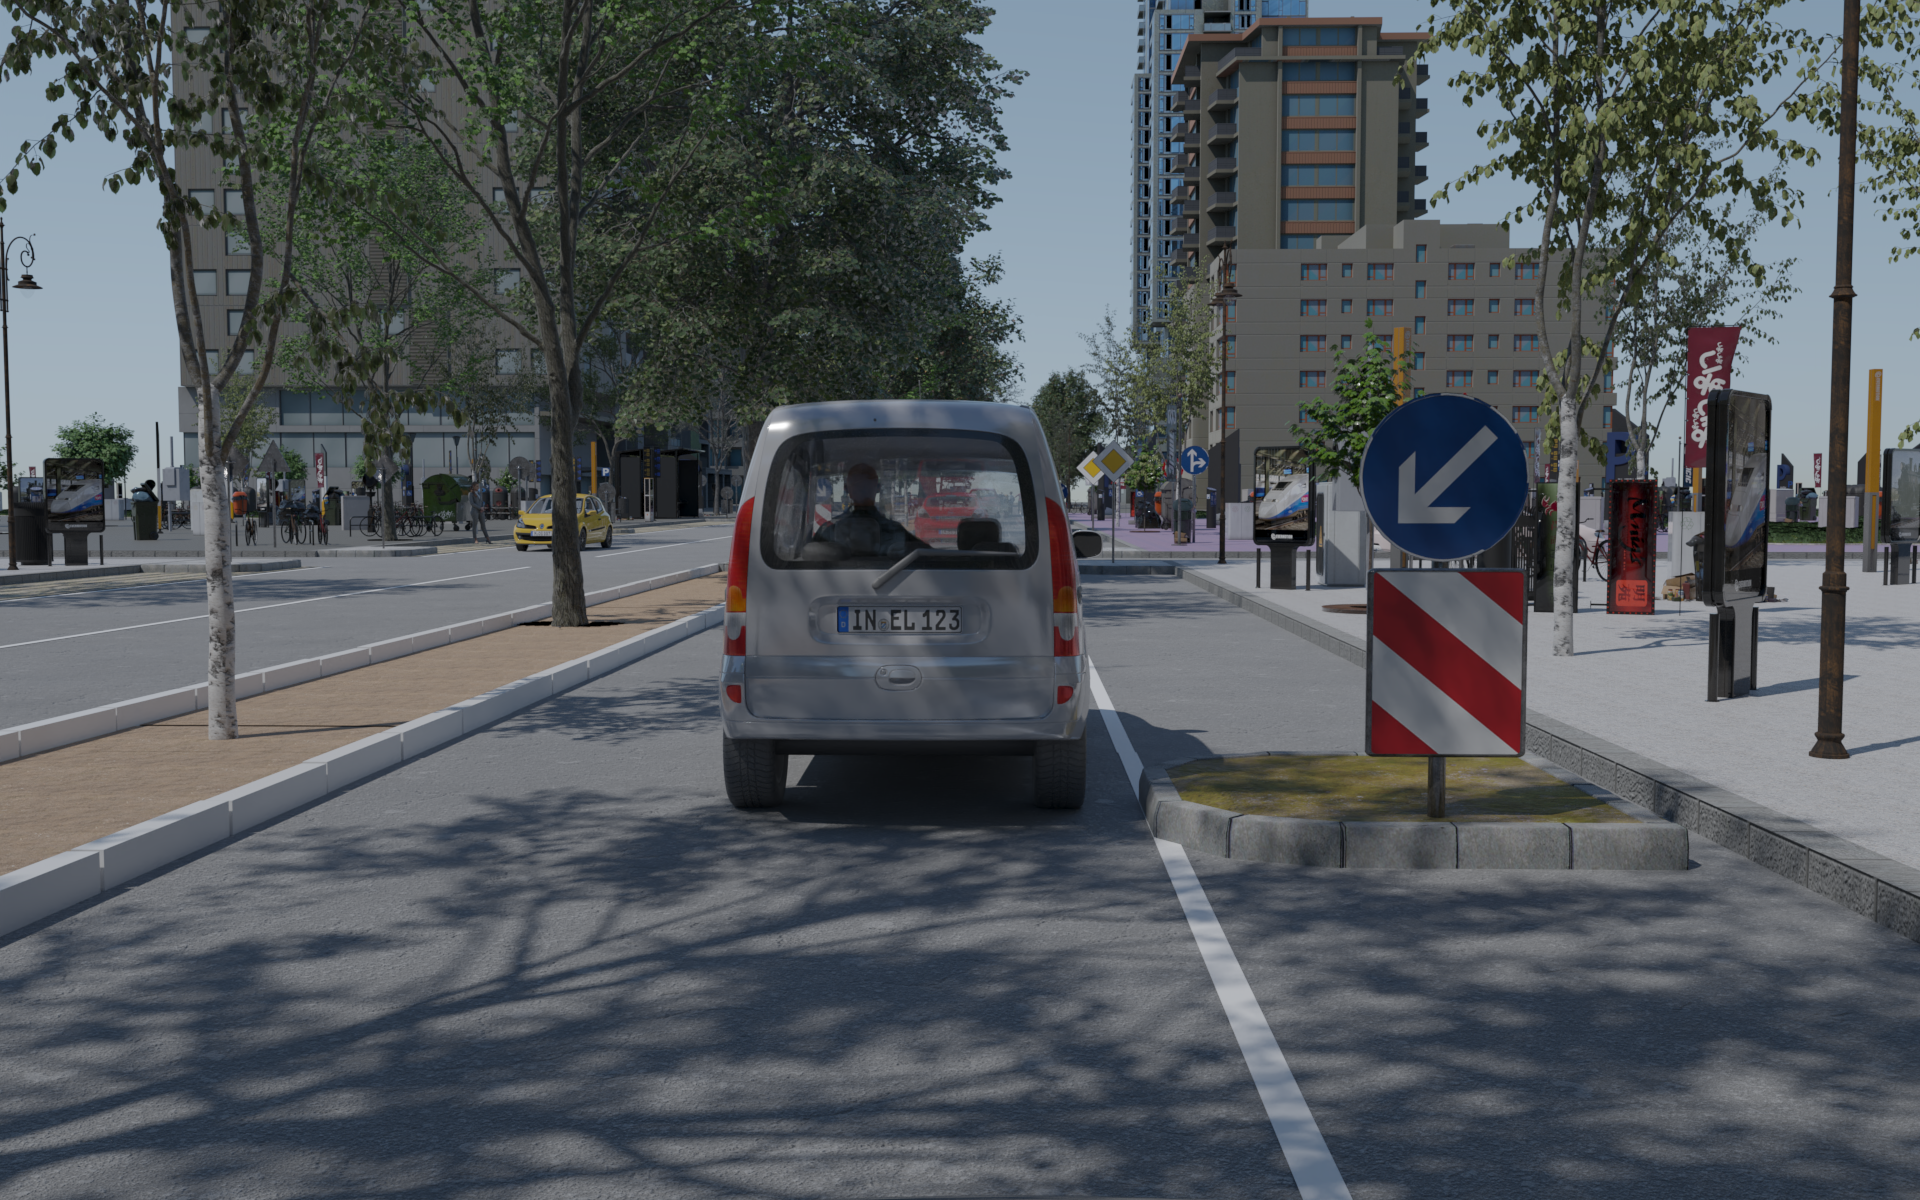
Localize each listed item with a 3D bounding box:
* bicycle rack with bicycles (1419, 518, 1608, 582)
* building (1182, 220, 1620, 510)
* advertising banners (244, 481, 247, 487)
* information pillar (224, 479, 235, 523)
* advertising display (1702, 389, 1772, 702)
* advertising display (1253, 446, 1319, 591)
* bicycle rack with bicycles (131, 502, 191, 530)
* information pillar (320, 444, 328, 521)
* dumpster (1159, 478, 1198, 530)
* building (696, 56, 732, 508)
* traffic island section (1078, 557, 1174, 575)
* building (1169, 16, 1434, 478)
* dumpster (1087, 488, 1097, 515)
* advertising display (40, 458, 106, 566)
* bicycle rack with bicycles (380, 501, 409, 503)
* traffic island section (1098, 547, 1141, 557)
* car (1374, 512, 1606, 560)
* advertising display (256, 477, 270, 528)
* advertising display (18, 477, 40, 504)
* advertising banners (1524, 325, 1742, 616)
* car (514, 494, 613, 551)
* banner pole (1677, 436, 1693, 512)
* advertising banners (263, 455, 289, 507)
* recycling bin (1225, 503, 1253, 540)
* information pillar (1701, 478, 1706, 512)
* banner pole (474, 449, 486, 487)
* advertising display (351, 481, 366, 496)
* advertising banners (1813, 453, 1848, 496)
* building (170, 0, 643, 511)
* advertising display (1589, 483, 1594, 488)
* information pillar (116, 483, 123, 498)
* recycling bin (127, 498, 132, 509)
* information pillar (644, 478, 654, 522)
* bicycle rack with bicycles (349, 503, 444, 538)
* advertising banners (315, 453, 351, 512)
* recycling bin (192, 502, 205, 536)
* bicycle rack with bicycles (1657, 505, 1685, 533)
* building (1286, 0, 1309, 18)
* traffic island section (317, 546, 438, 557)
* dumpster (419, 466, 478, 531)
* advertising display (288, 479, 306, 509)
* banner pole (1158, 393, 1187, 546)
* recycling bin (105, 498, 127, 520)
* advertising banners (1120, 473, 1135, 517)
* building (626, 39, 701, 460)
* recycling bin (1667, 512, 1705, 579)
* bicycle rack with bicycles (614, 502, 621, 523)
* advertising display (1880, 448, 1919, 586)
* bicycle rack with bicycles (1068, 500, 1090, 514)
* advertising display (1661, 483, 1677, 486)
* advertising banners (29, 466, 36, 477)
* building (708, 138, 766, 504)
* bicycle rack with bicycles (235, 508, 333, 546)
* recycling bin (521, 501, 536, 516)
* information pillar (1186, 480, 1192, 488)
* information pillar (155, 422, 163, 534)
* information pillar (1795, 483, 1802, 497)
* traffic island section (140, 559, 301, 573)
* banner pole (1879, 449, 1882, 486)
[{"bbox_3d":[8.228,-0.784,26.193,2.852,0.926,2.925,0,4,-8],"label":"bicycle rack with bicycles"},{"bbox_3d":[32.847,-17.828,136.534,27.650,21.520,28.899,0,4,2],"label":"building"},{"bbox_3d":[-47.960,-7.274,115.114,2.074,3.025,0.090,2,4,30],"label":"advertising banners"},{"bbox_3d":[-32.477,-5.227,76.813,0.504,3.616,0.183,0,4,7],"label":"information pillar"},{"bbox_3d":[4.926,-0.353,10.981,0.123,1.923,0.974,3,5,40],"label":"advertising display"},{"bbox_3d":[4.346,-1.103,23.245,0.123,1.923,0.974,-3,5,-40],"label":"advertising display"},{"bbox_3d":[-28.247,-3.012,62.622,2.925,0.926,2.852,-3,5,-42],"label":"bicycle rack with bicycles"},{"bbox_3d":[-29.471,-5.440,80.298,0.504,3.616,0.183,3,5,44],"label":"information pillar"},{"bbox_3d":[7.862,-3.454,62.233,1.264,1.857,1.865,0,4,2],"label":"dumpster"},{"bbox_3d":[-33.273,-44.637,168.069,20.563,71.187,20.611,0,4,2],"label":"building"},{"bbox_3d":[2.871,-0.610,32.248,2.009,0.180,2.903,0,4,2],"label":"traffic island section"},{"bbox_3d":[31.537,-31.198,164.705,22.147,44.769,28.867,0,4,2],"label":"building"},{"bbox_3d":[8.305,-6.038,104.482,1.264,1.857,1.865,0,4,2],"label":"dumpster"},{"bbox_3d":[-15.825,-1.575,30.964,0.974,1.923,0.123,-3,5,-40],"label":"advertising display"},{"bbox_3d":[-21.509,-3.295,67.253,2.852,0.926,2.925,-1,4,-13],"label":"bicycle rack with bicycles"},{"bbox_3d":[3.109,-1.098,40.230,2.009,0.180,2.903,0,4,2],"label":"traffic island section"},{"bbox_3d":[10.771,-1.422,35.615,4.827,1.381,2.083,0,4,2],"label":"car"},{"bbox_3d":[-26.666,-3.735,66.282,0.123,1.923,0.974,-3,5,-44],"label":"advertising display"},{"bbox_3d":[-34.821,-3.658,65.029,0.123,1.923,0.974,3,4,36],"label":"advertising display"},{"bbox_3d":[7.104,-1.355,18.343,2.074,3.025,0.090,1,4,23],"label":"advertising banners"},{"bbox_3d":[-10.223,-2.109,44.700,2.015,1.641,3.980,0,4,3],"label":"car"},{"bbox_3d":[31.399,-5.201,75.050,0.863,3.779,0.401,3,4,36],"label":"banner pole"},{"bbox_3d":[-30.727,-4.996,77.877,0.090,3.025,2.074,1,4,9],"label":"advertising banners"},{"bbox_3d":[7.875,-2.214,48.753,0.722,1.027,0.722,0,4,1],"label":"recycling bin"},{"bbox_3d":[33.709,-4.541,78.734,0.304,2.012,0.304,0,4,-5],"label":"information pillar"},{"bbox_3d":[-26.513,-6.459,95.623,0.863,3.779,0.401,1,4,18],"label":"banner pole"},{"bbox_3d":[-29.992,-4.967,86.417,0.974,1.923,0.123,2,4,34],"label":"advertising display"},{"bbox_3d":[36.733,-4.708,73.155,0.090,3.025,2.074,-1,4,-13],"label":"advertising banners"},{"bbox_3d":[-39.460,-33.053,129.662,28.713,52.752,27.495,0,4,2],"label":"building"},{"bbox_3d":[37.211,-5.926,102.100,0.123,1.923,0.974,1,4,12],"label":"advertising display"},{"bbox_3d":[-55.545,-6.727,114.475,0.304,2.012,0.304,-3,5,-44],"label":"information pillar"},{"bbox_3d":[-47.994,-5.327,99.658,0.722,1.027,0.722,2,4,30],"label":"recycling bin"},{"bbox_3d":[-14.290,-4.593,79.584,0.304,2.012,0.304,2,4,23],"label":"information pillar"},{"bbox_3d":[-16.875,-2.372,52.156,2.852,0.926,2.925,3,5,42],"label":"bicycle rack with bicycles"},{"bbox_3d":[-26.454,-4.702,73.063,2.074,3.025,0.090,2,4,28],"label":"advertising banners"},{"bbox_3d":[-23.301,-2.521,53.781,0.722,1.027,0.722,2,4,27],"label":"recycling bin"},{"bbox_3d":[23.391,-2.764,58.577,2.925,0.926,2.852,0,4,-8],"label":"bicycle rack with bicycles"},{"bbox_3d":[33.292,-55.779,224.658,22.319,86.520,31.000,0,4,2],"label":"building"},{"bbox_3d":[-13.575,-1.128,40.728,2.009,0.180,2.903,0,4,2],"label":"traffic island section"},{"bbox_3d":[-17.758,-3.525,60.127,1.502,2.255,1.985,0,4,2],"label":"dumpster"},{"bbox_3d":[-29.460,-4.391,76.999,0.123,1.923,0.974,1,4,19],"label":"advertising display"},{"bbox_3d":[5.318,-3.232,42.861,0.401,3.779,0.863,3,4,39],"label":"banner pole"},{"bbox_3d":[-41.231,-4.396,84.430,0.722,1.027,0.722,-1,4,-9],"label":"recycling bin"},{"bbox_3d":[9.725,-6.115,96.166,2.074,3.025,0.090,1,4,20],"label":"advertising banners"},{"bbox_3d":[-30.898,-28.582,150.914,14.154,41.232,14.086,0,4,2],"label":"building"},{"bbox_3d":[10.394,-0.725,24.409,0.722,1.027,0.722,1,4,17],"label":"recycling bin"},{"bbox_3d":[-16.382,-3.923,77.528,2.852,0.926,2.925,0,4,-1],"label":"bicycle rack with bicycles"},{"bbox_3d":[13.333,-1.181,24.517,0.974,1.923,0.123,-3,4,-37],"label":"advertising display"},{"bbox_3d":[8.290,-6.027,111.925,2.852,0.926,2.925,3,4,38],"label":"bicycle rack with bicycles"},{"bbox_3d":[42.362,-6.011,103.497,0.123,1.923,0.974,-3,4,-36],"label":"advertising display"},{"bbox_3d":[-57.735,-6.906,109.097,2.074,3.025,0.090,1,4,13],"label":"advertising banners"},{"bbox_3d":[-33.093,-37.076,225.797,23.786,49.044,30.456,0,4,2],"label":"building"},{"bbox_3d":[-17.252,-1.868,43.918,2.852,0.926,2.925,-1,4,-22],"label":"bicycle rack with bicycles"},{"bbox_3d":[-15.892,-3.159,64.199,0.722,1.027,0.722,-2,4,-32],"label":"recycling bin"},{"bbox_3d":[11.553,-5.099,87.853,0.304,2.012,0.304,2,4,27],"label":"information pillar"},{"bbox_3d":[-26.014,-3.968,56.227,0.183,3.616,0.504,-1,4,-22],"label":"information pillar"},{"bbox_3d":[53.747,-6.515,111.010,0.304,2.012,0.304,0,4,-2],"label":"information pillar"},{"bbox_3d":[-13.813,-0.640,32.747,2.009,0.180,2.903,0,4,2],"label":"traffic island section"},{"bbox_3d":[50.940,-6.480,95.961,0.401,3.779,0.863,1,4,19],"label":"banner pole"}]
